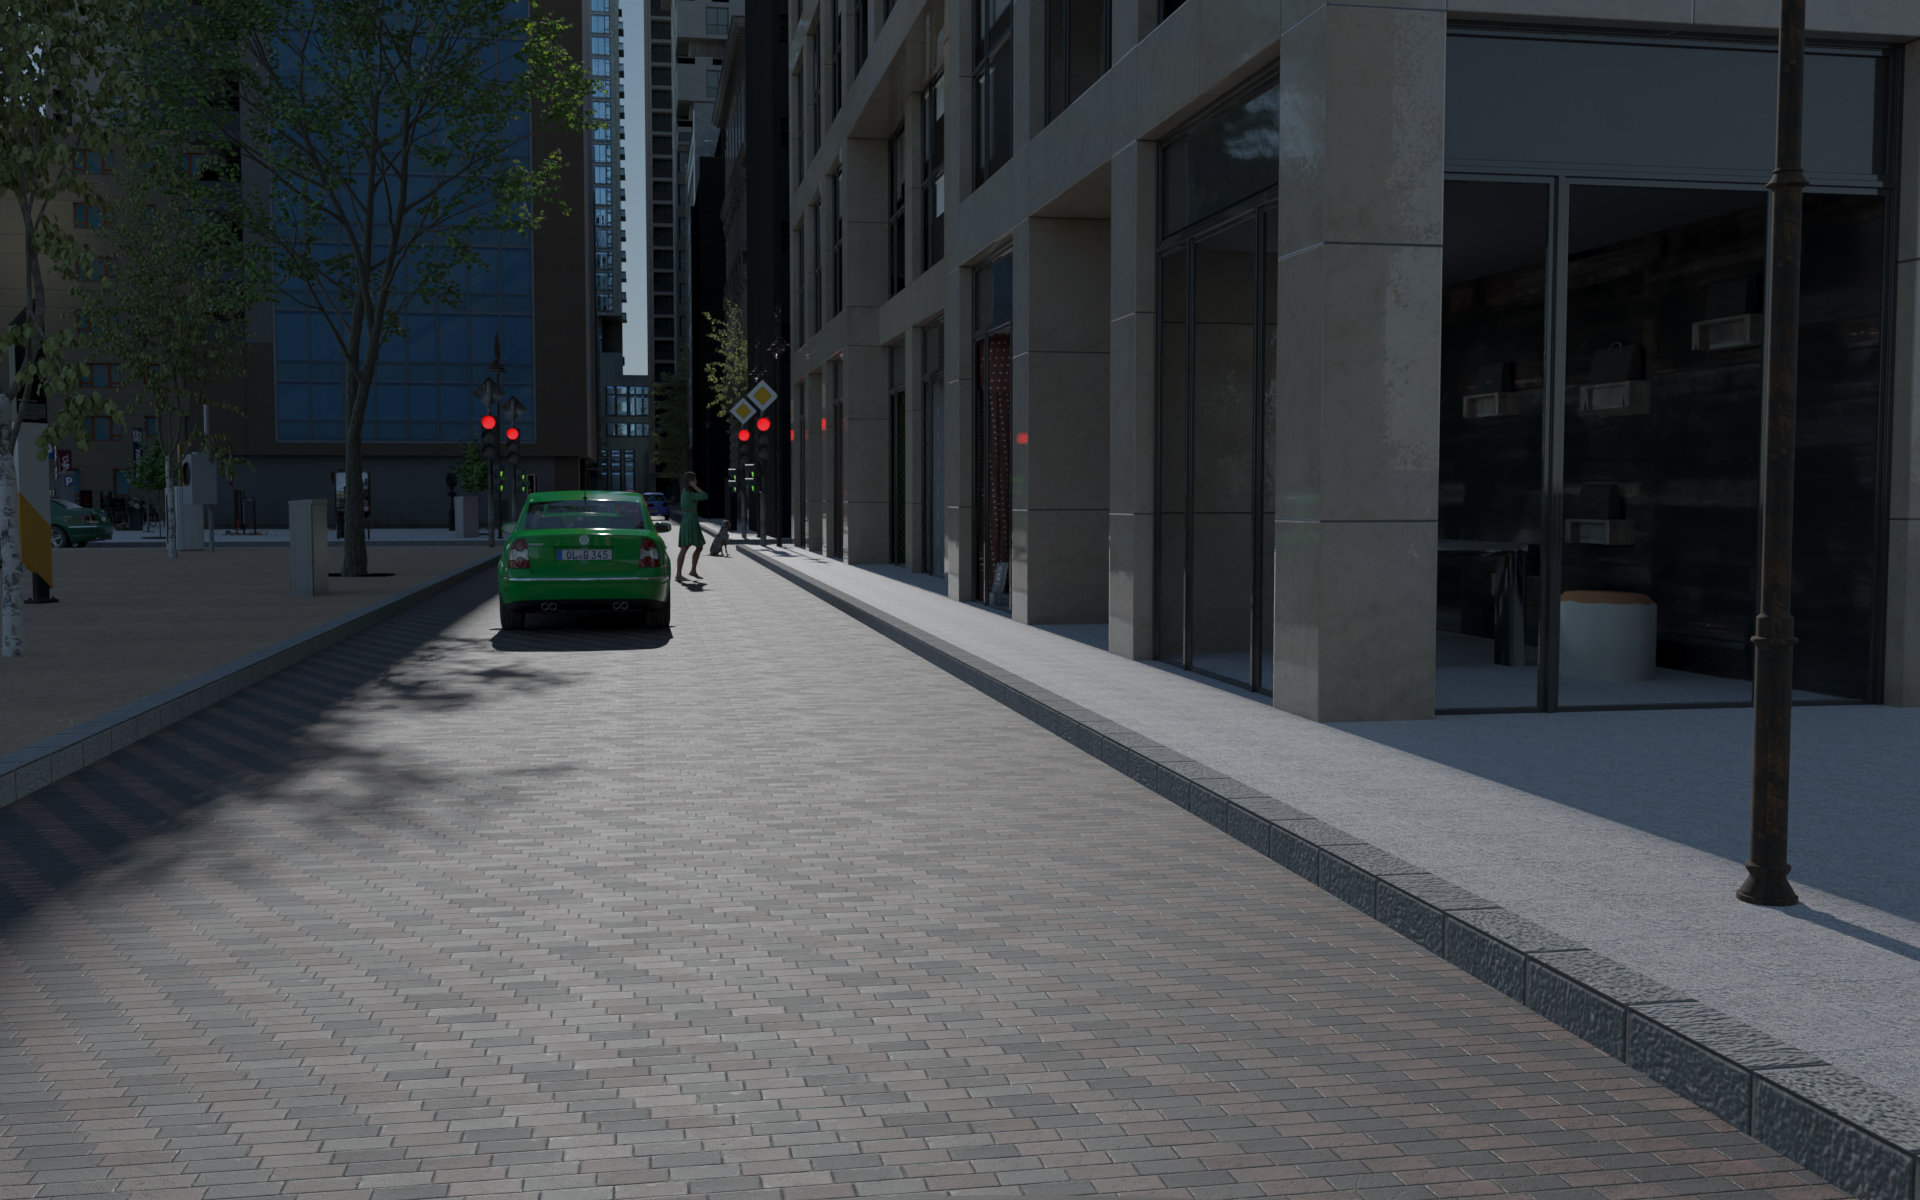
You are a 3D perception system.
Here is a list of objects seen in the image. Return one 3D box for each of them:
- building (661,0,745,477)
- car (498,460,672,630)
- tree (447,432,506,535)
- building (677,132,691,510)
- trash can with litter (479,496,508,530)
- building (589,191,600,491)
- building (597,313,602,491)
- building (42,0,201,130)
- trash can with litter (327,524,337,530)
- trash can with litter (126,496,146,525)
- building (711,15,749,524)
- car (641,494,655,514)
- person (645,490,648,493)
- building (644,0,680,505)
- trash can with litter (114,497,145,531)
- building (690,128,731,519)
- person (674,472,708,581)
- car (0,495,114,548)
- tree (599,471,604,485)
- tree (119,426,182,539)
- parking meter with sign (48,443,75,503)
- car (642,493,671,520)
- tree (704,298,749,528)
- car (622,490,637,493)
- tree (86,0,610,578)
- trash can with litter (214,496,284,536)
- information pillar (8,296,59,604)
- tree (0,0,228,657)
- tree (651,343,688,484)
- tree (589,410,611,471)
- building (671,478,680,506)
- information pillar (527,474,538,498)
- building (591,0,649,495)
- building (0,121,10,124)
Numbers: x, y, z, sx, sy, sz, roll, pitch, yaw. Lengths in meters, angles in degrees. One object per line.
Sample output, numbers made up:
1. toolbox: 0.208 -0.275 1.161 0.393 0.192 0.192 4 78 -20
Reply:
1. building: -13.306 -35.152 163.974 28.713 52.752 27.495 -1 4 -10
2. car: -4.255 -0.670 19.748 1.959 1.807 4.718 -1 4 -11
3. tree: -15.084 -3.627 53.907 1.663 3.219 1.824 0 3 0
4. building: -16.089 -22.674 142.423 14.160 30.474 14.107 -1 4 -10
5. trash can with litter: -16.886 -3.127 62.183 2.233 1.210 1.678 -1 4 -11
6. building: -40.234 -23.580 157.238 14.160 30.474 14.107 -1 4 -10
7. building: -52.829 -20.639 182.488 28.899 21.520 27.650 -1 4 -10
8. building: -94.227 -46.896 204.998 20.611 71.187 20.563 -1 4 -10
9. trash can with litter: -22.264 -3.124 62.138 1.678 1.210 2.233 -1 4 -9
10. trash can with litter: -34.827 -3.726 71.984 1.678 1.210 2.233 3 5 41
11. building: -5.367 -15.322 79.401 11.050 23.489 19.941 -1 4 -10
12. car: -11.832 -3.179 61.011 2.155 1.783 4.494 -1 4 -10
13. person: -27.766 -8.865 153.435 0.705 1.826 1.348 2 4 24
14. building: -28.852 -47.612 216.716 20.611 71.187 20.563 -1 4 -10
15. trash can with litter: -28.972 -2.994 60.332 1.055 1.170 0.624 0 4 4
16. building: -8.739 -16.413 98.026 12.332 23.373 15.834 -1 4 -10
17. person: -4.475 -1.214 28.594 0.529 1.795 0.600 -2 4 -25
18. car: -23.980 -1.938 43.477 4.920 1.459 2.131 -1 4 -10
19. tree: -36.412 -11.313 168.687 4.285 4.588 4.351 0 3 0
20. tree: -23.044 -3.378 49.836 1.663 3.219 1.824 0 3 0
21. parking meter with sign: -30.224 -3.796 58.332 1.738 3.016 0.543 2 4 30
22. car: -16.943 -5.270 95.749 1.945 1.707 3.694 -1 4 -9
23. tree: -7.812 -7.019 65.123 4.360 8.622 3.978 0 3 0
24. car: -33.315 -10.143 174.504 2.281 1.827 5.304 -1 4 -8
25. tree: -9.261 -6.173 26.685 9.928 11.665 9.643 0 3 0
26. trash can with litter: -22.426 -2.639 54.212 2.233 1.210 1.678 2 4 29
27. information pillar: -10.820 -1.763 20.178 0.183 3.616 0.504 1 4 14
28. tree: -7.557 -3.844 13.219 4.737 8.622 4.395 0 3 0
29. tree: -19.443 -12.951 129.879 7.486 12.596 7.792 0 3 0
30. tree: -26.010 -10.262 118.148 4.360 8.622 3.978 0 3 0
31. building: -15.475 -30.471 190.089 32.217 40.220 23.993 -1 4 -10
32. information pillar: -15.800 -3.641 64.027 0.304 2.012 0.304 0 4 6
33. building: -54.258 -54.988 211.731 31.000 86.520 22.319 -1 4 -10
34. building: -111.250 -33.621 199.808 14.200 45.320 14.600 -1 4 -10
